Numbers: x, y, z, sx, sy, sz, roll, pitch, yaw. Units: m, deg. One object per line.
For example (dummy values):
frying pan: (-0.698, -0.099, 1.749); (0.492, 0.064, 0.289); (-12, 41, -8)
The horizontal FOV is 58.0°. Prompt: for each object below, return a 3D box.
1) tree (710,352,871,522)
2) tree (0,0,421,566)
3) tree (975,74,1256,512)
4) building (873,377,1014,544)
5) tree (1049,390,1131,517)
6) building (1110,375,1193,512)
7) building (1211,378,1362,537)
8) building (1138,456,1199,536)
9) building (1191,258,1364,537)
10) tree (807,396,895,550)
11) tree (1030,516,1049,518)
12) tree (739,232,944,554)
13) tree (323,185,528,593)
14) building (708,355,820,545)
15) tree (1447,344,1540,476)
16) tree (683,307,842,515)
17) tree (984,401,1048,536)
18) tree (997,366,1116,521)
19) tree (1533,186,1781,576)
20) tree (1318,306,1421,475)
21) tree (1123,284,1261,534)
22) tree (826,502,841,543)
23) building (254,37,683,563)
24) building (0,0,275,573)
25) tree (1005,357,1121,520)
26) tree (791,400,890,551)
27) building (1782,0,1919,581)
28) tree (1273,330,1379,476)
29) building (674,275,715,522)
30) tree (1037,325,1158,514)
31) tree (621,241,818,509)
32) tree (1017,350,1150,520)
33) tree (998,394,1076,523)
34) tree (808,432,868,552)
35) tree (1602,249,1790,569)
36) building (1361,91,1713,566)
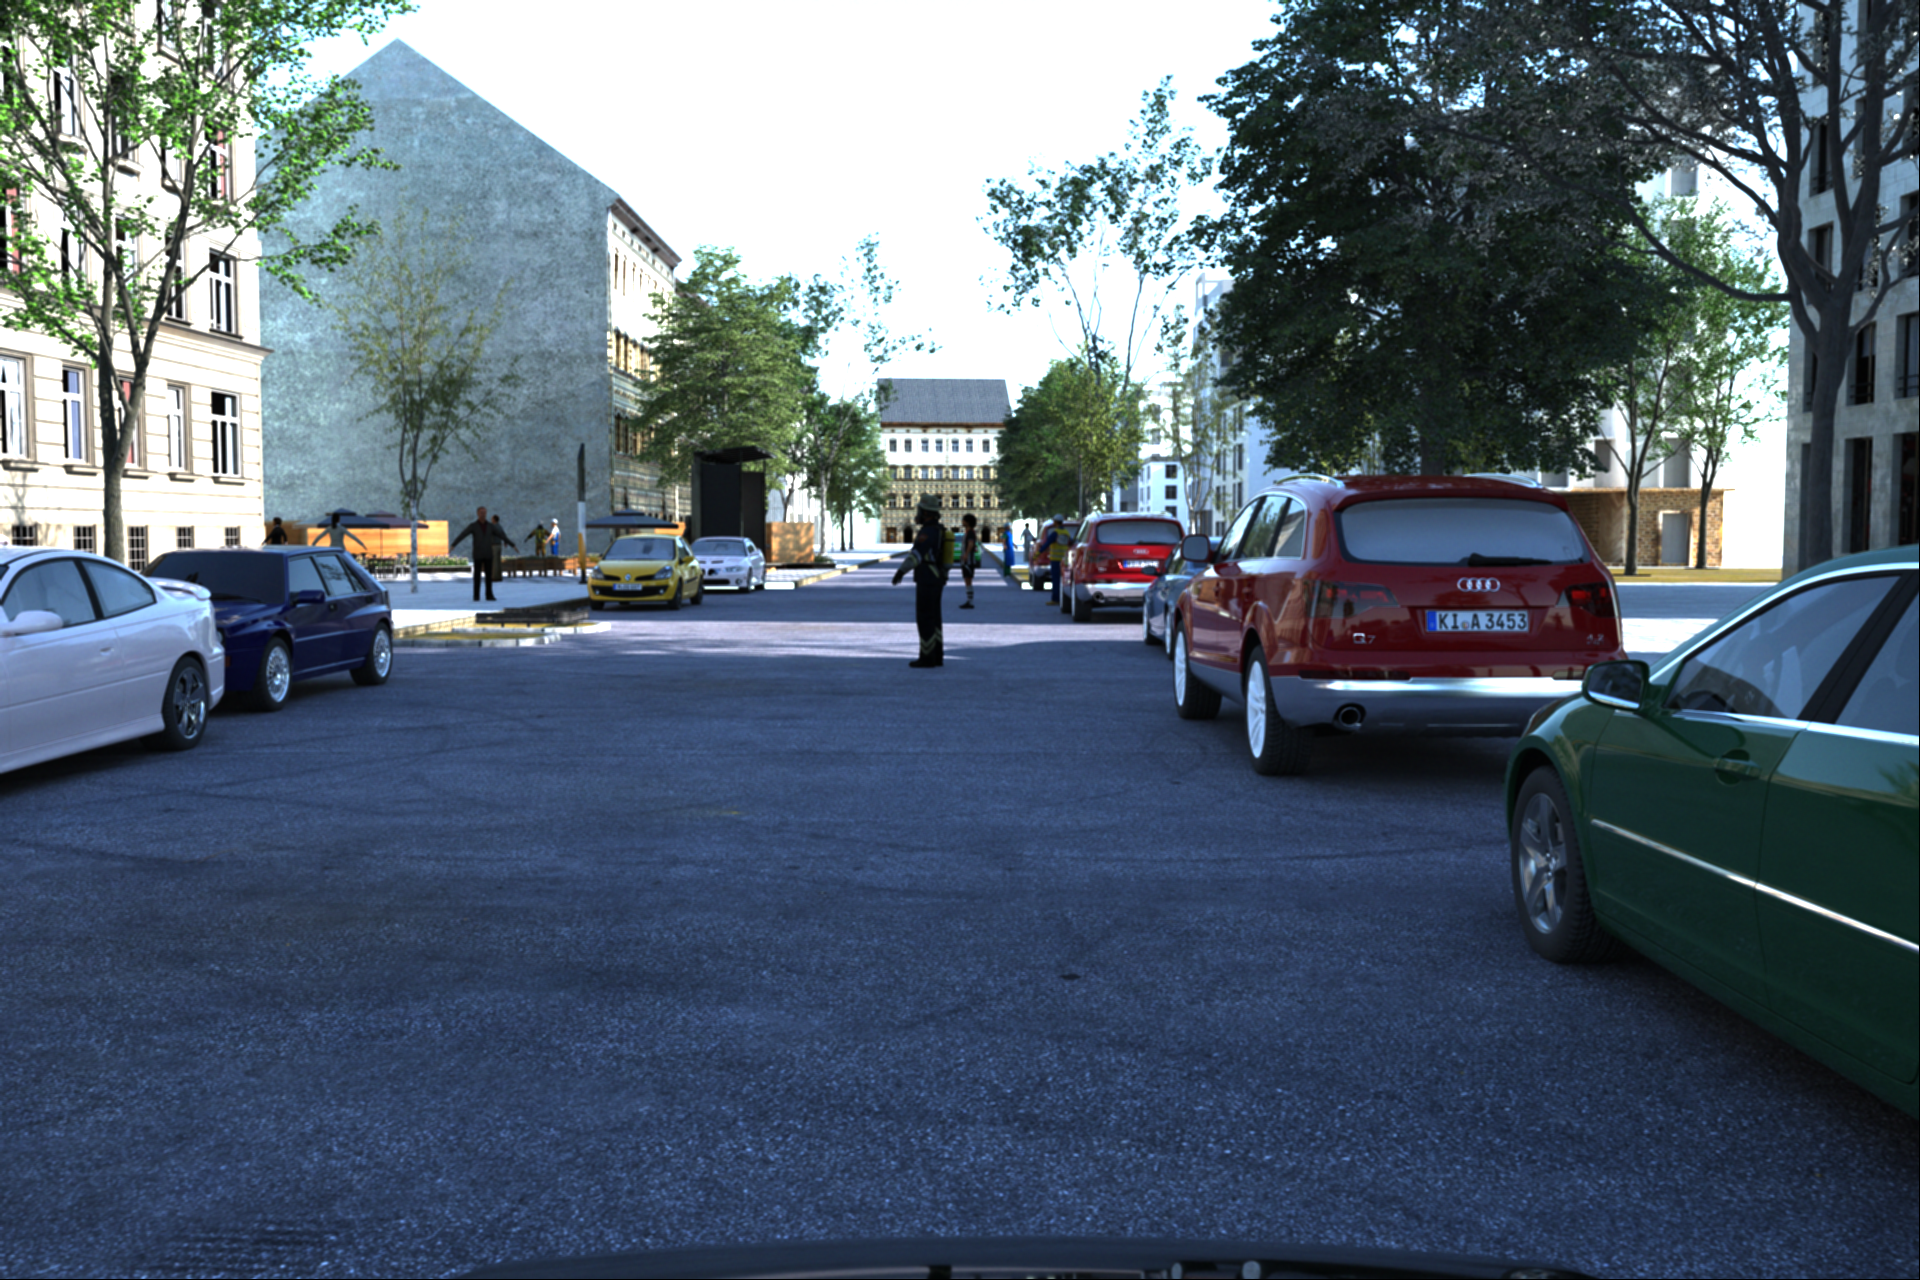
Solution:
tree: (-9.066, -9.449, 88.910); (8.767, 10.594, 7.601); (-1, 4, -17)
tree: (-12.025, -6.053, 24.717); (9.928, 11.665, 9.643); (0, 3, 0)
tree: (6.540, -13.303, 73.396); (12.611, 20.169, 13.585); (0, 3, 0)
building: (-2.625, -24.993, 242.022); (18.063, 23.208, 19.493); (0, 4, -5)
tree: (6.302, -8.503, 89.391); (4.360, 8.622, 3.978); (0, 3, 0)
building: (23.585, -21.866, 213.933); (16.016, 20.090, 11.380); (0, 3, 0)
building: (20.739, -9.534, 98.020); (9.099, 9.664, 28.070); (0, 3, 0)
building: (25.038, -14.927, 186.199); (9.099, 9.664, 28.070); (0, 4, 0)
building: (22.053, -16.471, 125.728); (16.016, 20.090, 11.380); (0, 4, 0)
tree: (-9.349, -13.738, 142.747); (7.486, 12.596, 7.792); (0, 3, 0)
tree: (11.901, -18.861, 242.788); (7.601, 10.594, 8.767); (0, 4, -3)
tree: (-7.793, -15.465, 108.738); (12.611, 20.169, 13.585); (0, 3, 0)
tree: (-12.114, -5.327, 37.463); (4.360, 8.622, 3.978); (0, 3, 0)
building: (-24.474, -19.141, 179.421); (16.747, 18.905, 31.486); (0, 4, 1)
tree: (19.179, -6.976, 64.415); (4.737, 8.622, 4.395); (0, 3, 0)
tree: (-8.927, -9.324, 78.202); (9.928, 11.665, 9.643); (0, 3, 0)
tree: (6.832, -14.981, 151.597); (9.857, 13.997, 8.962); (0, 3, 0)
tree: (6.885, -13.498, 127.350); (9.857, 13.997, 8.962); (0, 3, 0)
tree: (20.607, -7.759, 52.612); (9.928, 11.665, 9.643); (0, 3, 0)
tree: (12.985, -6.388, 54.801); (4.360, 8.622, 3.978); (0, 3, 0)
tree: (6.934, -6.173, 51.287); (4.360, 8.622, 3.978); (0, 3, 0)
tree: (-16.924, -17.946, 243.780); (4.360, 8.622, 3.978); (0, 3, 0)
building: (-24.908, -15.618, 86.279); (19.493, 23.208, 18.063); (0, 4, 0)
building: (-28.381, -12.555, 37.302); (16.112, 23.069, 30.059); (0, 4, 1)
tree: (6.740, -11.851, 111.894); (7.486, 12.596, 7.792); (0, 3, 0)
tree: (-8.832, -12.459, 129.456); (9.928, 11.665, 9.643); (0, 3, 0)
building: (24.953, -10.936, 32.688); (10.420, 20.400, 16.860); (0, 4, 0)
tree: (13.361, -6.789, 61.367); (4.737, 8.622, 4.395); (0, 3, 0)
building: (-26.251, -16.881, 106.935); (19.493, 23.208, 18.063); (0, 4, 1)
tree: (4.935, -6.827, 61.977); (4.737, 8.622, 4.395); (0, 3, 0)
tree: (-9.407, -9.182, 68.250); (7.486, 12.596, 7.792); (0, 3, 0)
tree: (7.087, -10.596, 98.992); (9.928, 11.665, 9.643); (0, 3, 0)
tree: (6.379, -13.505, 138.925); (7.486, 12.596, 7.792); (0, 3, 0)
tree: (-8.735, -10.478, 121.685); (4.737, 8.622, 4.395); (0, 3, 0)
tree: (27.309, -8.395, 63.011); (9.928, 11.665, 9.643); (0, 3, 0)
building: (24.104, -13.700, 80.423); (16.016, 20.090, 11.380); (0, 4, 0)
